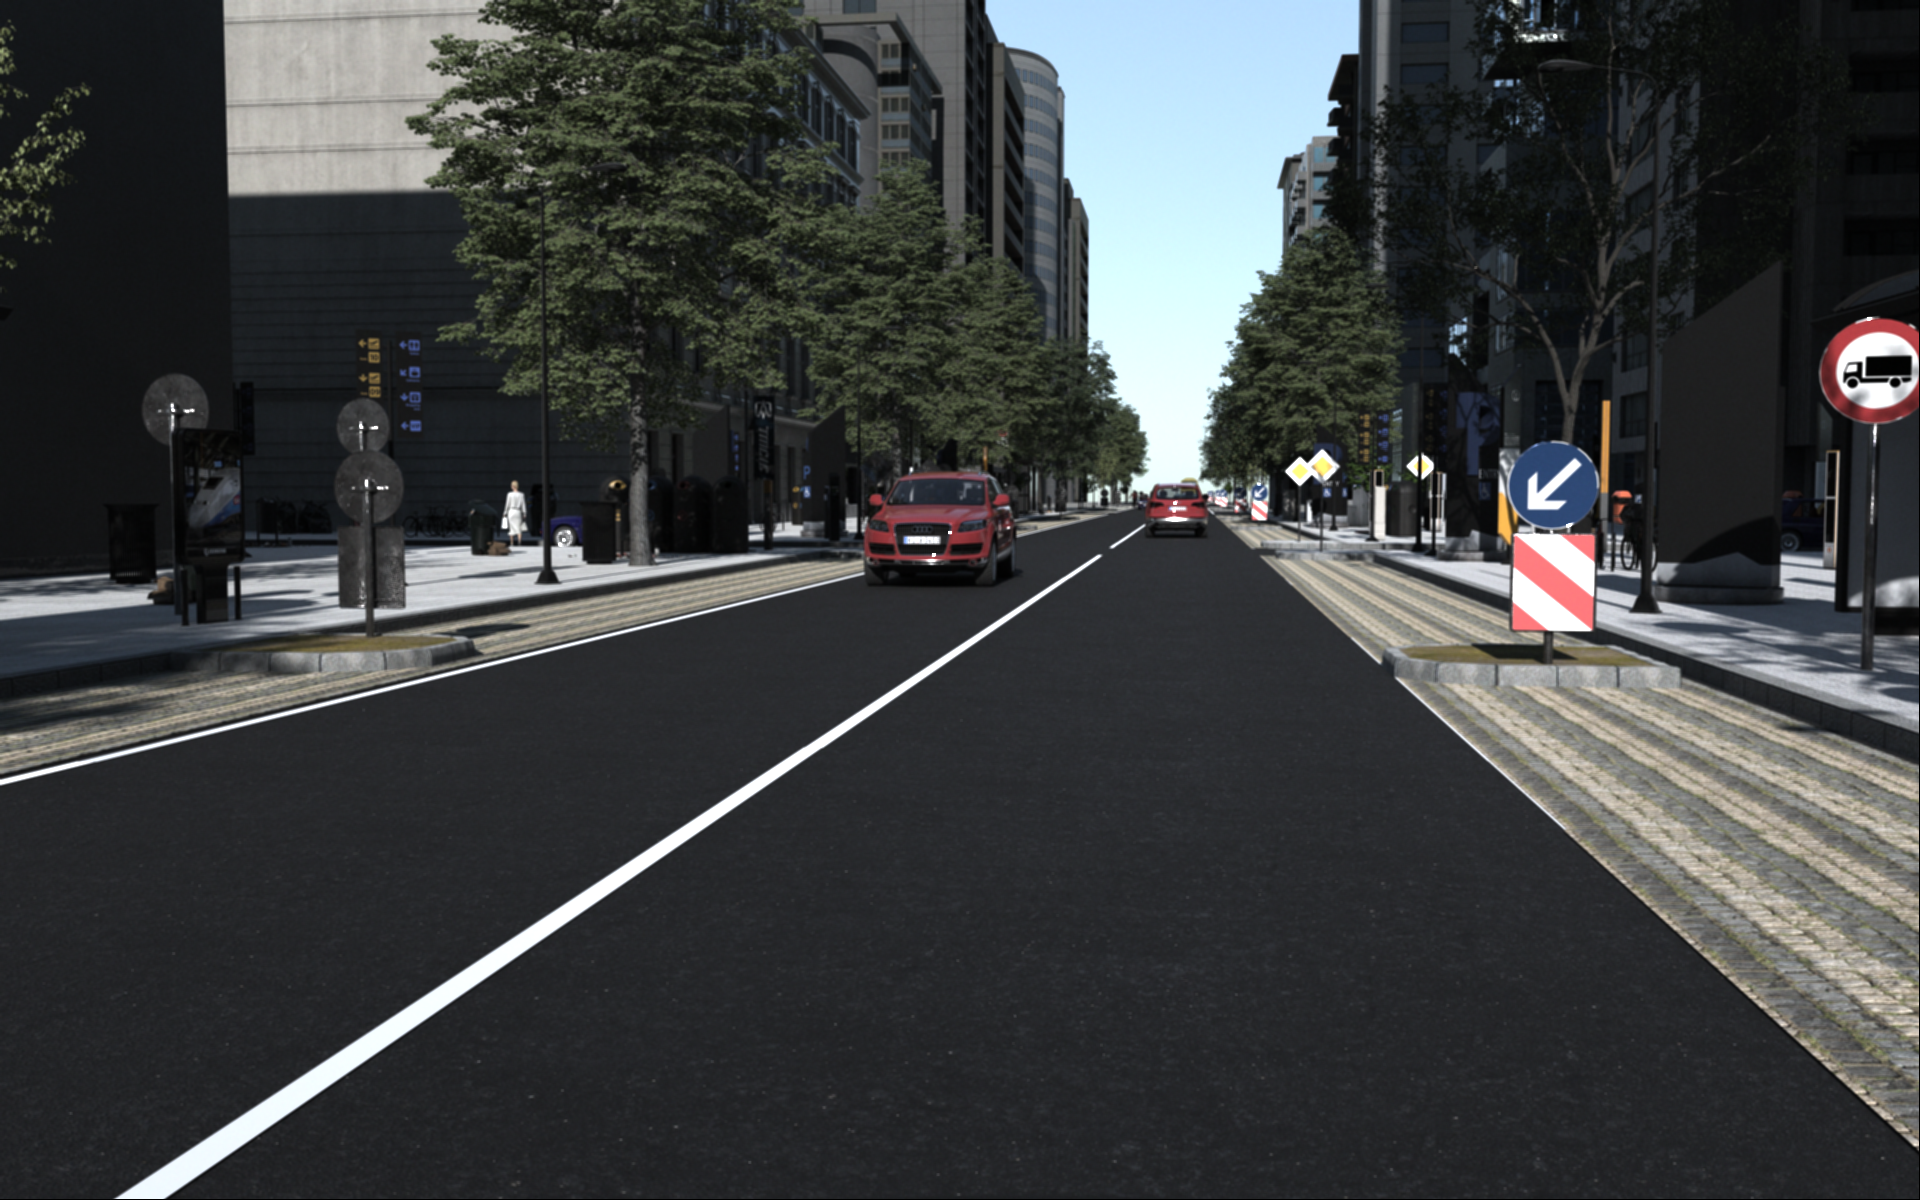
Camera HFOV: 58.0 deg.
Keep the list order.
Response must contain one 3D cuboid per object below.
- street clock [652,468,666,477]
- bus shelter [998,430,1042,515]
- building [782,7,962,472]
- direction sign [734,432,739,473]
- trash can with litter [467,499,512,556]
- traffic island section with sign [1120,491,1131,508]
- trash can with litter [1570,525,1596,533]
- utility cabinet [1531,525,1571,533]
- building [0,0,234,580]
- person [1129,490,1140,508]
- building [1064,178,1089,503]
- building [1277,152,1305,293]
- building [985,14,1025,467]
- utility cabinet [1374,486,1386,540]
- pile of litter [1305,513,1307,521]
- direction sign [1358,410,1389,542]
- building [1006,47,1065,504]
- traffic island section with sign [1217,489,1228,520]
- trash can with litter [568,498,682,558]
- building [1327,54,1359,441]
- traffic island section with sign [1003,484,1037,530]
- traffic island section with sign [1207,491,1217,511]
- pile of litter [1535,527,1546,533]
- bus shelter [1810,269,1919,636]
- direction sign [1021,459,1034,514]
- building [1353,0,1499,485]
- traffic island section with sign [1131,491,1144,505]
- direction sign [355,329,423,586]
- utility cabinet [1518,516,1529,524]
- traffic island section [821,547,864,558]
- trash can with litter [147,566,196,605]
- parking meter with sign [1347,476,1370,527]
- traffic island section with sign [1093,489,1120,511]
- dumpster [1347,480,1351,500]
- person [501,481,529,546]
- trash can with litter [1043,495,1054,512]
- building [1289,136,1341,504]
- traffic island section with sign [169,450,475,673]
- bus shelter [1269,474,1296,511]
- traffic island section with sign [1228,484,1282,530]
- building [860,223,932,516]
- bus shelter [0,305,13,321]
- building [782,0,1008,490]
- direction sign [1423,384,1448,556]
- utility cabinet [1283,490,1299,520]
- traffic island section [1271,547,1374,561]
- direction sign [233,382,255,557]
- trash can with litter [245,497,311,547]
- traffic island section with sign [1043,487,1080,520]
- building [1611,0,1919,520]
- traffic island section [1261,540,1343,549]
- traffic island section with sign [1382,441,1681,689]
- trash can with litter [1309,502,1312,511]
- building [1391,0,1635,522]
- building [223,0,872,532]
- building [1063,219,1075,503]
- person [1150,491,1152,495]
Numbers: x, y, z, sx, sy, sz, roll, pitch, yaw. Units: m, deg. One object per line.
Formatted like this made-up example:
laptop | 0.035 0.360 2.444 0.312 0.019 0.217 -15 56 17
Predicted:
street clock | -8.333 -2.655 47.984 0.358 2.002 0.471 -2 4 -33
bus shelter | 3.613 -7.953 107.662 2.179 5.291 8.768 0 4 7
building | -15.258 -27.260 137.577 32.217 40.220 23.993 0 4 8
direction sign | -8.364 -4.360 63.288 0.876 3.537 0.379 3 5 41
trash can with litter | -9.801 -1.519 36.222 1.055 1.170 0.624 2 4 35
traffic island section with sign | 15.853 -10.065 173.193 1.989 1.847 2.006 0 4 8
trash can with litter | 18.118 -2.394 50.537 1.055 1.170 0.624 0 4 2
utility cabinet | 16.281 -2.236 47.718 1.020 1.237 0.306 1 4 23
building | -26.006 -14.322 27.673 24.014 27.812 14.314 0 4 8
person | 18.062 -10.456 179.425 1.348 1.831 0.705 2 4 32
building | 8.633 -39.473 269.086 21.300 48.544 21.600 0 4 8
building | 62.749 -41.089 261.037 28.713 52.752 27.495 0 4 8
building | -4.895 -34.087 181.019 21.300 48.544 21.600 0 4 8
utility cabinet | 11.714 -2.422 48.277 0.318 1.500 1.173 1 4 13
pile of litter | 16.970 -4.180 82.315 1.176 0.858 1.719 2 4 33
direction sign | 11.181 -3.358 46.896 0.876 3.537 0.379 -1 4 -12
building | 2.188 -42.006 228.790 21.231 58.520 28.212 0 4 8
traffic island section with sign | 15.398 -5.339 95.928 1.989 1.847 2.006 0 4 8
trash can with litter | -6.902 -1.471 35.109 2.233 1.210 1.678 2 4 27
building | 47.689 -31.567 170.739 22.147 44.769 28.867 0 4 8
traffic island section with sign | 2.097 -3.763 70.148 1.989 1.847 2.006 0 4 8
traffic island section with sign | 21.991 -8.363 145.358 1.989 1.847 2.006 0 4 8
pile of litter | 15.698 -1.960 46.009 1.176 0.858 1.719 1 4 16
bus shelter | 8.450 -1.175 13.130 2.014 3.302 5.546 0 4 8
direction sign | 4.362 -7.364 112.404 0.876 3.537 0.379 -1 4 -19
building | 43.322 -36.690 141.878 21.231 58.520 28.212 0 4 8
traffic island section with sign | 23.269 -13.467 228.810 1.989 1.847 2.006 0 4 8
direction sign | -7.897 -1.960 24.049 0.876 3.537 0.379 -2 4 -28
utility cabinet | 23.697 -3.922 72.797 1.173 1.500 0.318 -1 4 -22
traffic island section | -1.942 -1.077 39.886 2.009 0.180 2.903 0 4 8
trash can with litter | -9.057 -0.556 20.473 0.624 1.170 1.055 1 4 14
parking meter with sign | 15.691 -4.379 67.863 0.543 3.016 1.738 3 5 42
traffic island section with sign | 12.290 -8.431 146.474 1.989 1.847 2.006 0 4 8
dumpster | 17.206 -4.737 79.950 1.502 2.255 1.985 0 4 8
person | -11.600 -2.215 45.076 0.694 1.780 0.624 -1 4 -10
trash can with litter | 6.387 -6.751 121.430 1.678 1.210 2.233 1 4 8
building | 55.701 -37.436 231.692 23.786 49.044 30.456 0 4 8
traffic island section with sign | -5.289 -0.377 14.786 1.989 1.847 2.006 0 4 8
bus shelter | 21.878 -7.558 117.497 2.014 3.302 5.546 0 4 8
traffic island section with sign | 11.827 -3.705 69.209 1.989 1.847 2.006 0 4 8
building | -8.049 -15.021 110.214 10.561 19.102 19.286 0 4 8
bus shelter | -9.405 -1.117 12.188 2.014 3.302 5.546 0 4 7
building | -6.154 -44.054 158.538 20.563 71.187 20.611 0 4 8
direction sign | 9.837 -2.684 35.878 0.876 3.537 0.379 -3 5 -44
utility cabinet | 16.185 -4.649 84.693 0.318 1.500 1.173 3 4 36
traffic island section | 8.061 -0.995 38.551 2.009 0.180 2.903 0 4 8
direction sign | -14.633 -2.642 35.191 0.876 3.537 0.379 2 4 28
trash can with litter | -17.143 -1.901 42.133 2.233 1.210 1.678 1 4 12
traffic island section with sign | 5.697 -5.410 97.085 1.989 1.847 2.006 0 4 8
building | 31.582 -17.627 59.899 14.107 30.474 14.160 0 4 8
traffic island section | 9.117 -1.479 46.466 2.009 0.180 2.903 0 4 8
traffic island section with sign | 4.426 -0.312 13.733 1.989 1.847 2.006 0 4 8
trash can with litter | 14.637 -3.566 69.688 1.055 1.170 0.624 0 4 -5
building | 36.565 -47.635 91.498 22.319 86.520 31.000 0 4 8
building | -15.939 -18.505 78.964 17.030 29.872 44.131 0 4 8
building | 9.151 -34.705 251.013 14.154 41.232 14.086 0 4 8
person | 29.873 -16.041 270.398 0.705 1.869 1.348 2 4 24
